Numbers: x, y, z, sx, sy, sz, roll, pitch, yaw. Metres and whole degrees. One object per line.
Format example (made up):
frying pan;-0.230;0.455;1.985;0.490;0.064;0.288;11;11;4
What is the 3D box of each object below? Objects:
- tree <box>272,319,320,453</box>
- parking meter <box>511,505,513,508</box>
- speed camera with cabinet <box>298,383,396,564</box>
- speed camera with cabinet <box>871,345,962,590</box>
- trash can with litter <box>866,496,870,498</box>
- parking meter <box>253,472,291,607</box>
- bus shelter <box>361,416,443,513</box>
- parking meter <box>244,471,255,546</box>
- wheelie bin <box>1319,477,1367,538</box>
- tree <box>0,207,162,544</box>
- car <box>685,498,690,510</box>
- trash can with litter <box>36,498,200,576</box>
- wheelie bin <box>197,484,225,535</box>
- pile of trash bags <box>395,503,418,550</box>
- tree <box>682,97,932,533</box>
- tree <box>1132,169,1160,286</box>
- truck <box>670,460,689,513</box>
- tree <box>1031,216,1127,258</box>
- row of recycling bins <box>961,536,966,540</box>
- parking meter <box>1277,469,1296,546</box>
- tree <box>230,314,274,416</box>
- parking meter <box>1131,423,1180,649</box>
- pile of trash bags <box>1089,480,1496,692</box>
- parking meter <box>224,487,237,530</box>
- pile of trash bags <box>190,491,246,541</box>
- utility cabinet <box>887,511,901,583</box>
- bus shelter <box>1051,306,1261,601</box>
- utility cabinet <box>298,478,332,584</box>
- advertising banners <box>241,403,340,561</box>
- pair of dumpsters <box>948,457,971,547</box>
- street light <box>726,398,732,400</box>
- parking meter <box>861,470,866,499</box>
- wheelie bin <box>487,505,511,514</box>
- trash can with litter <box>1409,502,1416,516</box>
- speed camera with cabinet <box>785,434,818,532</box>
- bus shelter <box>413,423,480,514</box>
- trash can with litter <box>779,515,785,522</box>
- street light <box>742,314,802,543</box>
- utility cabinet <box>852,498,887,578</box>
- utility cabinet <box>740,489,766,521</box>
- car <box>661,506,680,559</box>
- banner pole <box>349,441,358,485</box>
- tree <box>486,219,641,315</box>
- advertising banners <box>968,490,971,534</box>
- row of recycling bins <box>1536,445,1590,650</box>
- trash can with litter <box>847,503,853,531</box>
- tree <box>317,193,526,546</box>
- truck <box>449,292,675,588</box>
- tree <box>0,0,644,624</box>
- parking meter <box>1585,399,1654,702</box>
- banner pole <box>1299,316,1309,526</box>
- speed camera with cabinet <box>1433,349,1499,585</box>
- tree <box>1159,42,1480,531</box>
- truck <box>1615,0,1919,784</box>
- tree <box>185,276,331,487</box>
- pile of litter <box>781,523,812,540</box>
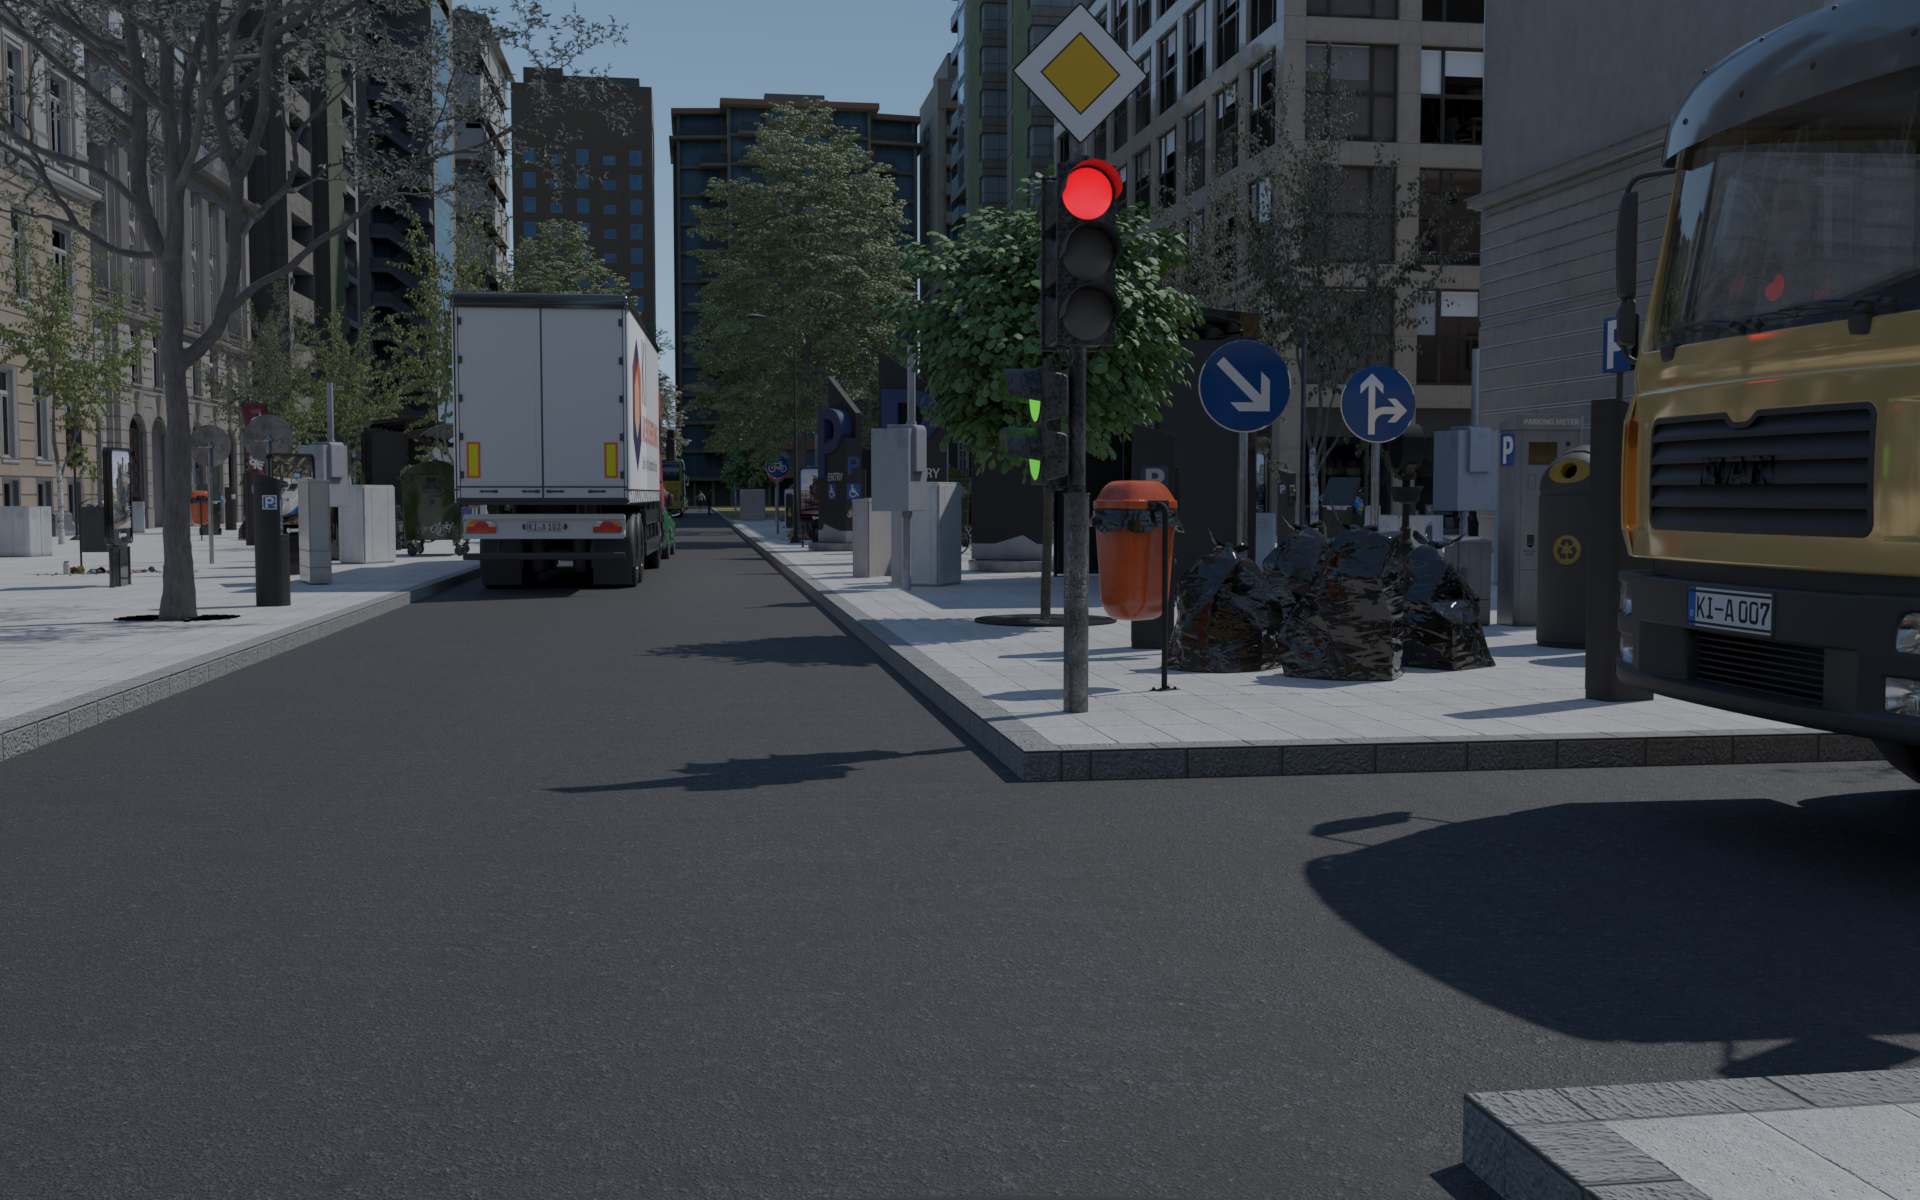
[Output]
tree;-23.238;-7.101;66.456;4.737;8.622;4.395;0;3;0
parking meter;-17.810;-3.674;68.485;0.372;1.533;0.369;0;3;0
speed camera with cabinet;-11.163;-2.277;31.567;0.660;3.252;2.038;1;4;18
speed camera with cabinet;-0.585;-1.805;23.854;0.660;3.252;2.038;1;4;20
trash can with litter;-2.799;-2.583;53.296;1.678;1.210;2.233;-2;4;-28
parking meter;-7.889;-0.700;19.858;0.372;1.533;0.369;0;3;0
bus shelter;-17.477;-3.883;54.763;1.731;3.624;6.357;-1;4;-9
parking meter;-17.602;-2.293;43.203;0.399;1.863;0.255;-3;5;-41
wheelie bin;7.268;-1.526;32.866;0.980;1.594;0.693;3;4;39
tree;-22.658;-5.722;43.923;4.737;8.622;4.395;0;3;0
car;-25.565;-8.873;156.865;2.131;1.459;4.920;-1;4;-9
trash can with litter;-13.538;-1.034;27.962;2.233;1.210;1.678;-1;4;-12
wheelie bin;-23.477;-2.824;54.084;0.980;1.594;0.693;-2;4;-29
pile of trash bags;-13.687;-1.813;39.392;1.912;1.369;3.447;0;4;3
tree;-4.246;-8.080;50.227;7.486;12.596;7.792;0;3;0
tree;5.547;-5.275;36.608;4.360;8.622;3.978;0;3;0
truck;-21.819;-8.526;129.163;2.967;4.110;18.799;-1;4;-8
tree;2.739;-5.771;44.714;4.737;8.622;4.395;0;3;0
row of recycling bins;-1.141;-2.591;49.468;1.069;1.692;3.534;-3;5;-41
parking meter;7.560;-2.102;40.078;0.255;1.863;0.399;-2;4;-35
tree;-27.613;-7.390;71.181;4.737;8.622;4.395;0;3;0
parking meter;1.625;-0.530;14.382;0.399;1.863;0.255;0;4;6
pile of trash bags;2.231;-0.162;12.402;3.447;1.369;1.912;-3;5;-42
parking meter;-25.863;-3.241;61.403;0.372;1.533;0.369;0;3;0
pile of trash bags;-19.719;-2.367;48.456;3.447;1.369;1.912;-2;4;-28
utility cabinet;-0.524;-0.870;25.380;1.020;1.237;0.306;-3;4;-37
bus shelter;2.393;-1.995;23.903;1.731;3.624;6.357;-1;4;-9
utility cabinet;-9.276;-0.993;24.922;0.318;1.500;1.173;-2;4;-27
advertising banners;-12.801;-2.270;33.302;2.074;3.025;0.090;0;4;7
pair of dumpsters;-0.694;-2.524;43.763;1.574;2.255;4.437;-1;4;-9
street light;-10.870;-6.804;83.789;1.470;5.913;1.316;-1;4;-9
parking meter;-2.413;-2.201;41.702;0.255;1.863;0.399;-1;4;-12
wheelie bin;-15.397;-3.047;57.719;0.980;1.594;0.693;1;4;11
trash can with litter;13.420;-2.434;50.848;1.678;1.210;2.233;2;4;25
speed camera with cabinet;-5.225;-3.883;57.824;0.660;3.252;2.038;-2;4;-28
bus shelter;-15.018;-3.571;52.304;2.014;3.302;5.546;-1;4;-9
trash can with litter;-7.949;-4.232;80.585;1.055;1.170;0.624;1;4;13
street light;-4.822;-4.426;44.913;1.470;5.913;1.316;-1;4;-9
utility cabinet;-1.342;-0.969;27.002;0.306;1.237;1.020;1;4;22
utility cabinet;-9.853;-4.502;82.281;1.173;1.500;0.318;0;4;3
car;-7.473;-1.692;39.462;2.131;1.459;4.920;0;4;-7
banner pole;-28.470;-5.578;81.224;0.863;3.779;0.401;3;4;39
tree;-16.883;-9.426;72.247;7.486;12.596;7.792;0;3;0
advertising banners;0.883;-3.653;55.915;2.074;3.025;0.090;-2;4;-34
row of recycling bins;5.654;-0.379;13.312;1.069;1.692;3.534;-1;4;-13
trash can with litter;-2.139;-1.596;37.485;0.624;1.170;1.055;0;4;-5
tree;-12.512;-5.668;43.036;4.737;8.622;4.395;0;3;0
truck;-6.528;-2.501;29.805;2.839;4.237;11.283;0;4;-7
tree;-7.855;-6.543;17.346;12.009;13.543;11.850;0;3;0
parking meter;4.137;-0.310;10.783;0.399;1.863;0.255;-1;4;-21
banner pole;4.885;-2.120;24.682;0.401;3.779;0.863;1;4;11
speed camera with cabinet;7.593;-1.822;24.134;2.038;3.252;0.660;-1;4;-23
tree;6.045;-4.792;28.716;4.360;8.622;3.978;0;3;0
truck;7.115;-0.704;7.435;9.791;3.379;3.469;0;4;-7
tree;-23.205;-6.557;57.573;4.360;8.622;3.978;0;3;0
pile of litter;-4.331;-2.122;48.654;1.719;0.858;1.176;-3;4;-36
